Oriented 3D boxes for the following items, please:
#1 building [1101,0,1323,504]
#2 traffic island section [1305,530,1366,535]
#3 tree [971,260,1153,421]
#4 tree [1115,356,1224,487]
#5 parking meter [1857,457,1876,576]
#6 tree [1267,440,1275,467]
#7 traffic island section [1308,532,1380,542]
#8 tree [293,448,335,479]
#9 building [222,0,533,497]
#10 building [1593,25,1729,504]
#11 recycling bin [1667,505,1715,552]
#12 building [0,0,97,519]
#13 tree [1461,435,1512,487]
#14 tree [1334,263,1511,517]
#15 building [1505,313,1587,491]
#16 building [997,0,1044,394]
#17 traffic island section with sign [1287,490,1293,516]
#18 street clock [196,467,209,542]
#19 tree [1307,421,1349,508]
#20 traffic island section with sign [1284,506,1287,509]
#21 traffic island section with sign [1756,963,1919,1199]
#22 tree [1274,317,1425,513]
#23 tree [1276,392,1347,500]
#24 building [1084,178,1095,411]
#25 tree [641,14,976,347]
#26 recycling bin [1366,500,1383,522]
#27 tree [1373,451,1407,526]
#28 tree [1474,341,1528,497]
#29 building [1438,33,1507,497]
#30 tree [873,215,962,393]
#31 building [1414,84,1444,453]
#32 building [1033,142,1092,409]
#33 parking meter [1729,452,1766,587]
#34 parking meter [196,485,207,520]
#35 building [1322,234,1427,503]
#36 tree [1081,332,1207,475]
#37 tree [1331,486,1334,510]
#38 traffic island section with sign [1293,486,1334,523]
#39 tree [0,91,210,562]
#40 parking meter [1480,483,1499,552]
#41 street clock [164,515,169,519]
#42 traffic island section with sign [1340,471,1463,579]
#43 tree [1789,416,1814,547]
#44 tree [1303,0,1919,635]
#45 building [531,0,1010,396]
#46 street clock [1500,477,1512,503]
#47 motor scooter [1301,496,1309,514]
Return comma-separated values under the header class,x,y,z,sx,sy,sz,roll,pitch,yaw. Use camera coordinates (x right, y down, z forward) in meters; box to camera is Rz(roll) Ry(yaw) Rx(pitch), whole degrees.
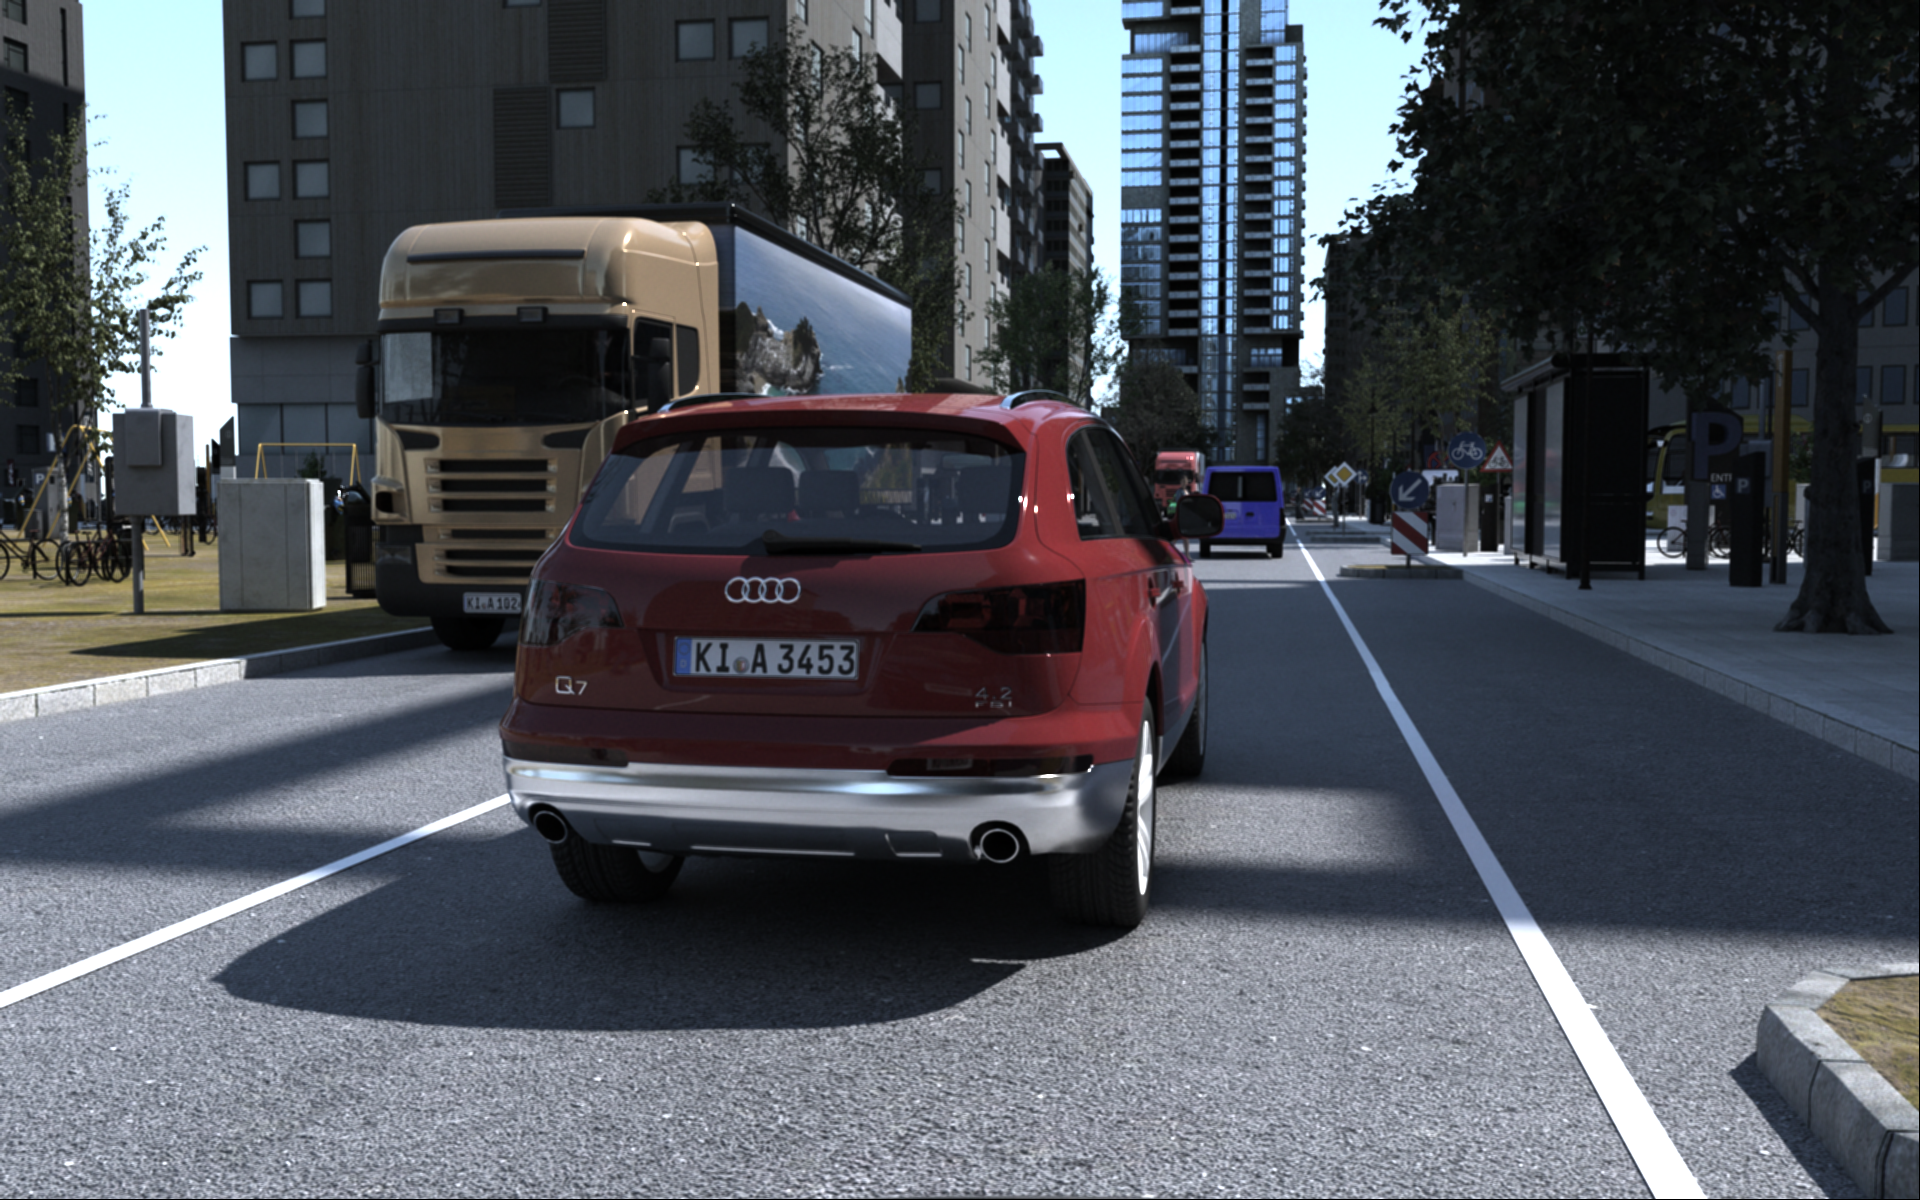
class,x,y,z,sx,sy,sz,roll,pitch,yaw
building,34.332,-56.642,238.764,31.000,86.520,22.319,1,4,10
traffic island section,13.143,-2.352,60.732,2.009,0.180,2.903,1,4,10
tree,4.327,-9.171,75.709,9.928,11.665,9.643,0,3,0
tree,16.436,-13.855,143.533,9.611,12.733,9.660,0,3,0
parking meter,14.122,-1.315,27.218,0.399,1.863,0.255,-1,4,-20
tree,41.172,-17.651,205.607,9.611,12.733,9.660,0,3,0
traffic island section,11.730,-1.871,52.872,2.009,0.180,2.903,1,4,10
tree,-26.937,-4.768,72.554,1.663,3.219,1.824,0,3,0
building,-18.359,-30.600,89.556,28.713,52.752,27.495,1,4,10
building,43.500,-32.514,73.598,28.212,58.520,21.231,1,4,10
recycling bin,16.367,-1.605,38.795,0.722,1.027,0.722,-2,4,-29
building,-56.665,-19.559,91.483,14.107,30.474,14.160,1,4,10
tree,29.468,-6.891,96.374,4.285,4.588,4.351,0,3,0
tree,13.217,-5.947,47.593,4.737,8.622,4.395,0,3,0
building,45.914,-26.848,122.557,14.154,41.232,14.086,1,4,10
building,-4.590,-32.795,155.802,23.786,49.044,30.456,1,4,10
traffic island section with sign,22.384,-6.327,112.076,1.989,1.847,2.006,1,4,10
street clock,-20.110,-2.530,45.937,0.358,2.002,0.471,-1,4,-23
tree,35.083,-13.118,164.848,4.360,8.622,3.978,0,3,0
traffic island section with sign,31.177,-9.317,160.968,1.989,1.847,2.006,1,4,10
traffic island section with sign,2.899,0.302,3.695,1.989,1.847,2.006,1,4,10
tree,26.637,-12.693,117.898,12.009,13.543,11.850,0,3,0
tree,35.566,-15.169,173.760,9.928,11.665,9.643,0,3,0
building,10.842,-36.077,239.966,14.200,45.320,14.600,1,4,10
tree,-3.420,-6.143,34.856,8.767,10.594,7.601,1,4,19
recycling bin,19.099,-4.105,79.678,0.722,1.027,0.722,1,4,9
tree,17.765,-4.642,70.492,1.663,3.219,1.824,0,3,0
tree,26.107,-8.033,81.703,4.360,8.622,3.978,0,3,0
building,51.801,-31.090,158.435,14.600,45.320,14.200,1,4,10
tree,-1.773,-5.818,45.482,4.737,8.622,4.395,0,3,0
building,58.968,-32.104,179.529,22.147,44.769,28.867,1,4,10
building,1.462,-30.335,187.866,23.993,40.220,32.217,1,4,10
parking meter,10.905,-1.119,24.015,0.255,1.863,0.399,-2,4,-33
parking meter,-35.554,-4.623,81.294,0.255,1.863,0.399,0,4,0
building,62.565,-33.525,240.008,23.993,40.220,32.217,1,4,10
tree,13.781,-13.487,130.877,12.009,13.543,11.850,0,3,0
tree,30.937,-9.029,142.218,1.663,3.219,1.824,0,3,0
traffic island section with sign,17.623,-4.704,85.543,1.989,1.847,2.006,1,4,10
tree,-16.728,-5.027,32.552,4.737,8.622,4.395,0,3,0
parking meter,11.831,-1.853,38.701,0.372,1.533,0.369,0,3,0
street clock,-40.925,-5.179,89.252,0.471,2.002,0.358,1,4,22
traffic island section with sign,7.673,-1.321,30.225,1.989,1.847,2.006,1,4,10
tree,20.885,-2.912,42.214,1.663,3.219,1.824,0,3,0
tree,8.066,-6.049,15.903,9.611,12.733,9.660,0,3,0
building,-11.245,-32.724,124.275,28.713,52.752,27.495,1,4,10
street clock,22.701,-4.128,72.059,0.471,2.002,0.358,-1,4,-22
motor scooter,25.427,-7.003,127.272,0.815,1.314,1.986,1,4,12
